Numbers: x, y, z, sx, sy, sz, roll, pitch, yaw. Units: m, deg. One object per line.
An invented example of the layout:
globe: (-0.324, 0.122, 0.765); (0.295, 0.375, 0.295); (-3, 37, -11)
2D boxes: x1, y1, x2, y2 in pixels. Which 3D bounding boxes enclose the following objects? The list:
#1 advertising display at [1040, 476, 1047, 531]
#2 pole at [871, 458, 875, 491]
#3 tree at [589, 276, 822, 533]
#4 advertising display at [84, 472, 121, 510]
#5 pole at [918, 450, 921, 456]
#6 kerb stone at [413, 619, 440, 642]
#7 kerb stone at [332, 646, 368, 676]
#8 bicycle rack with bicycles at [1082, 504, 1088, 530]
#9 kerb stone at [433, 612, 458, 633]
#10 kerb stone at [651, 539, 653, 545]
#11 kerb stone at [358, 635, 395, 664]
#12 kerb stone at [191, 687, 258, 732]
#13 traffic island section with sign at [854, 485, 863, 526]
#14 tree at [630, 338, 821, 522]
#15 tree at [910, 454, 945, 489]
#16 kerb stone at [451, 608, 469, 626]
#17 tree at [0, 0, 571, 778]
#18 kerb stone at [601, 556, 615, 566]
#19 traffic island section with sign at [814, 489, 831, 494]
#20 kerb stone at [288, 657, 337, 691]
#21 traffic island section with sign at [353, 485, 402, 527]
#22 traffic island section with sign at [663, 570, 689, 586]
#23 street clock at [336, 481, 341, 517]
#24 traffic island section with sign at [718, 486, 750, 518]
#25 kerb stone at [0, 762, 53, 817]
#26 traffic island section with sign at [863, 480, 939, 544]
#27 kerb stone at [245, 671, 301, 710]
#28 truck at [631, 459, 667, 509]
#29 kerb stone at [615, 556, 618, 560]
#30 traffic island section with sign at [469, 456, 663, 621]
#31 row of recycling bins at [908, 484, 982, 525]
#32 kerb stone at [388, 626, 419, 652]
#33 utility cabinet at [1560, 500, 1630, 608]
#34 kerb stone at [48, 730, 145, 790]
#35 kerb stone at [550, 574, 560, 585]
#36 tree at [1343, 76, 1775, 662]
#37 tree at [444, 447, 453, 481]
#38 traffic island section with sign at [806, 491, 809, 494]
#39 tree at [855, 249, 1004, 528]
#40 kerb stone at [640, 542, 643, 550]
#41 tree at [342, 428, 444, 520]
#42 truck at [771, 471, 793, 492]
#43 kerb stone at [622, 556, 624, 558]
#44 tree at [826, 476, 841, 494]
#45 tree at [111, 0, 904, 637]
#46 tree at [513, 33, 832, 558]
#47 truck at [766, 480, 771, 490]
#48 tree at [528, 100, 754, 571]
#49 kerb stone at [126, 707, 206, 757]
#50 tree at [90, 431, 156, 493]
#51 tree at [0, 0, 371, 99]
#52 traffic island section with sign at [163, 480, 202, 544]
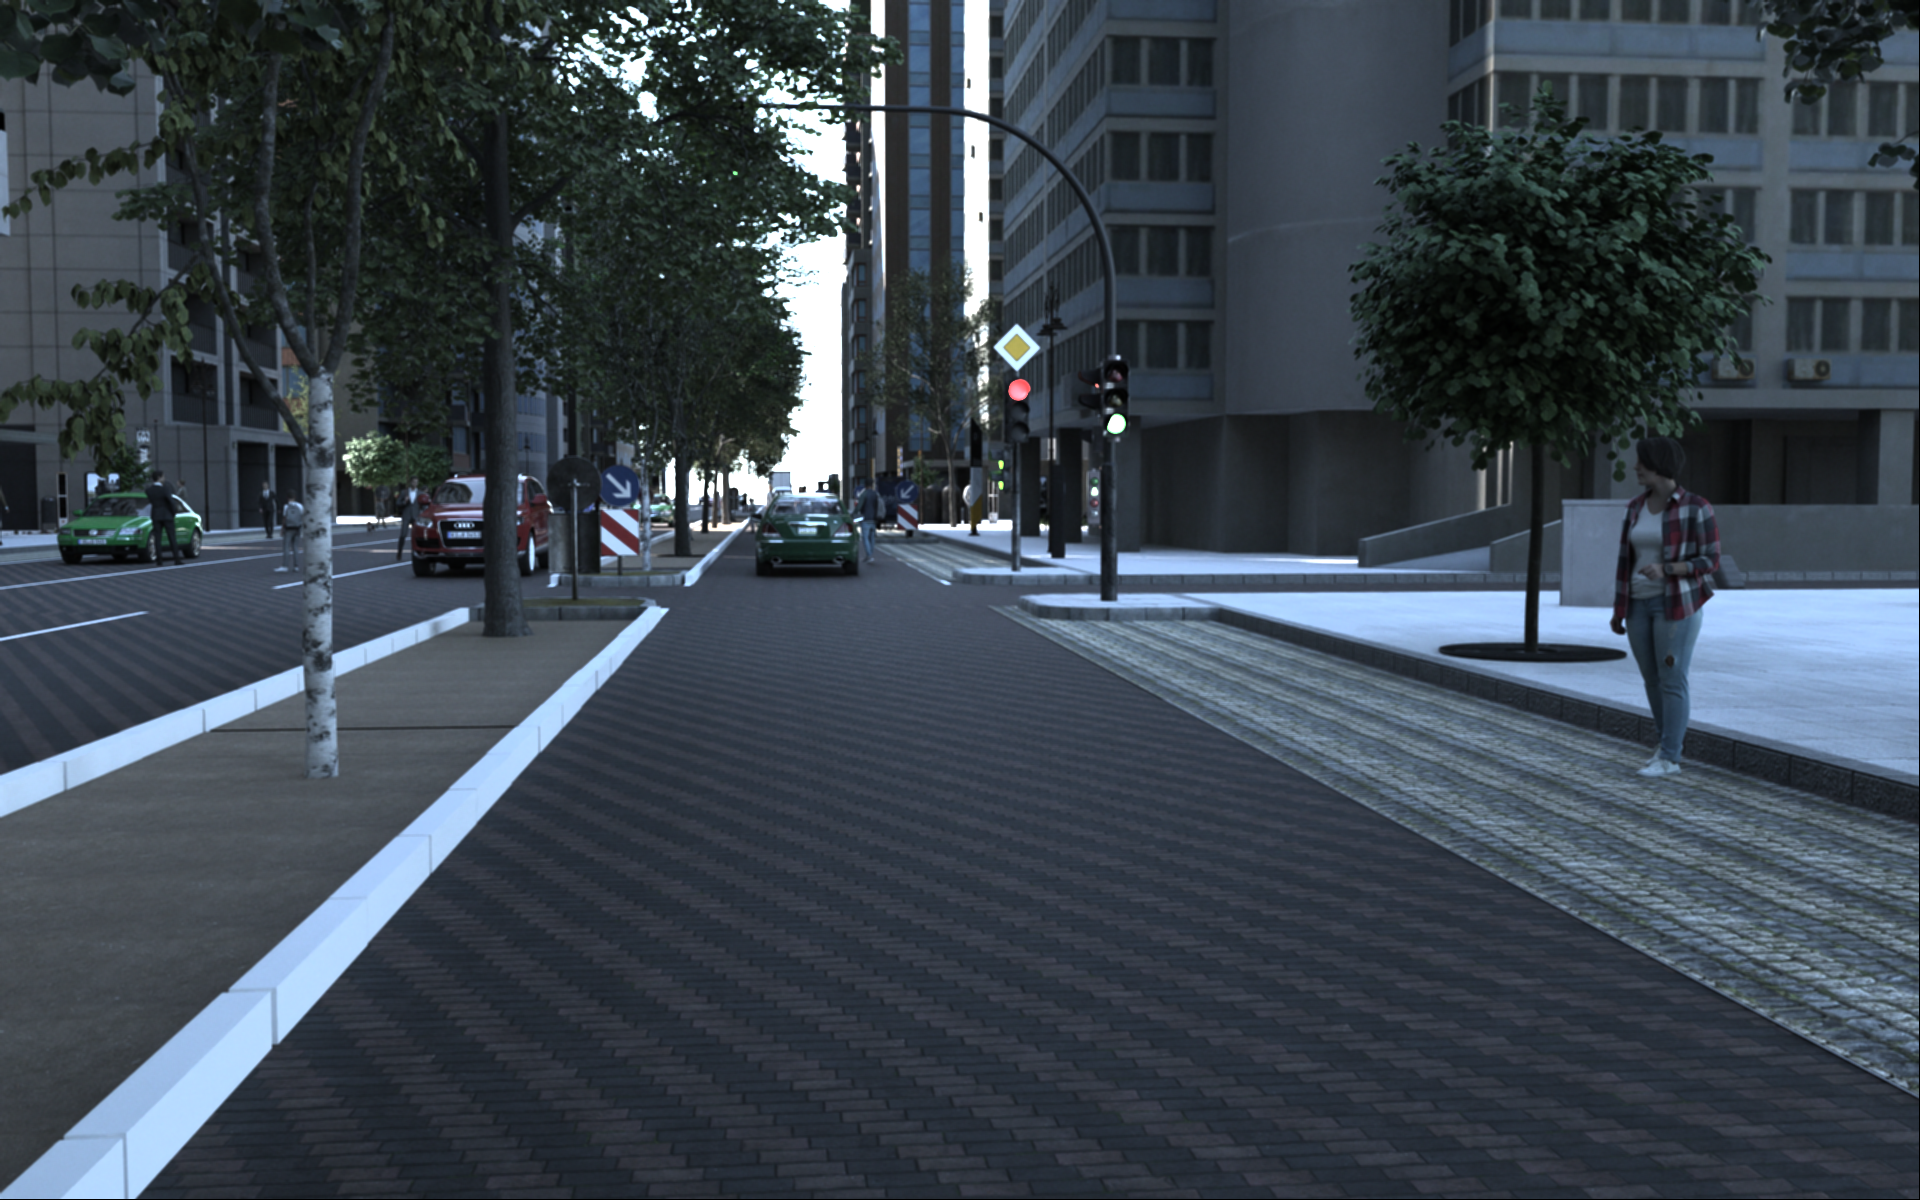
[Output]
advertising display: (2.572, -3.391, 60.664); (0.974, 1.923, 0.123); (0, 4, 2)
pole: (-4.988, -6.433, 99.026); (0.158, 3.312, 0.155); (0, 3, 0)
tree: (-9.238, -7.660, 62.113); (8.767, 10.594, 7.601); (0, 4, -6)
advertising display: (-24.954, -2.767, 50.451); (0.123, 1.923, 0.974); (3, 5, 43)
pole: (-1.840, -5.320, 80.824); (0.158, 3.312, 0.155); (0, 3, 0)
kerb stone: (-5.284, 0.319, 16.987); (0.120, 0.150, 1.000); (0, 4, -6)
kerb stone: (-4.964, 0.506, 13.931); (0.120, 0.150, 1.000); (0, 4, -6)
bicycle rack with bicycles: (5.525, -2.985, 62.193); (2.925, 0.926, 2.852); (-3, 5, -41)
kerb stone: (-5.397, 0.261, 18.003); (0.120, 0.150, 1.000); (0, 4, -6)
kerb stone: (-8.508, -1.519, 47.065); (0.120, 0.150, 1.000); (0, 4, -6)
kerb stone: (-5.070, 0.443, 14.949); (0.120, 0.150, 1.000); (0, 4, -6)
kerb stone: (-4.628, 0.695, 10.847); (0.120, 0.150, 1.000); (0, 4, -6)
traffic island section with sign: (-4.549, -4.197, 77.248); (1.989, 1.847, 2.006); (0, 4, -6)
tree: (-11.987, -10.350, 88.694); (9.611, 12.733, 9.660); (0, 3, 0)
tree: (-1.742, -5.004, 76.410); (1.663, 3.219, 1.824); (0, 3, 0)
kerb stone: (-5.514, 0.194, 19.020); (0.120, 0.150, 1.000); (0, 4, -6)
tree: (-3.288, -3.418, 8.712); (4.737, 8.622, 4.395); (0, 3, 0)
kerb stone: (-7.303, -0.825, 35.844); (0.120, 0.150, 1.000); (0, 4, -6)
traffic island section with sign: (-9.967, -7.292, 127.856); (1.989, 1.847, 2.006); (0, 4, -6)
kerb stone: (-4.855, 0.568, 12.914); (0.120, 0.150, 1.000); (0, 4, -6)
traffic island section with sign: (-25.348, -4.112, 75.854); (1.989, 1.847, 2.006); (0, 4, -6)
traffic island section with sign: (-5.396, -1.201, 27.768); (2.006, 1.907, 1.989); (0, 4, -6)
street clock: (-35.589, -5.775, 98.989); (0.358, 2.002, 0.471); (0, 4, 6)
traffic island section with sign: (-13.394, -5.770, 102.481); (2.006, 1.907, 1.989); (0, 4, -6)
kerb stone: (-4.302, 0.881, 7.798); (0.120, 0.150, 1.000); (0, 4, -6)
traffic island section with sign: (-1.697, -2.558, 50.444); (1.989, 1.847, 2.006); (0, 4, -6)
kerb stone: (-4.741, 0.631, 11.884); (0.120, 0.150, 1.000); (0, 4, -6)
truck: (-25.095, -9.210, 139.501); (2.839, 4.237, 11.283); (0, 4, -7)
kerb stone: (-7.420, -0.894, 36.859); (0.120, 0.150, 1.000); (0, 4, -6)
traffic island section with sign: (-4.618, -0.750, 20.402); (2.006, 1.907, 1.989); (0, 4, -6)
row of recycling bins: (-0.668, -4.080, 73.819); (3.534, 1.692, 1.069); (2, 4, 28)
kerb stone: (-5.179, 0.381, 15.970); (0.120, 0.150, 1.000); (0, 4, -6)
utility cabinet: (7.386, -0.522, 19.701); (1.020, 1.237, 0.306); (2, 4, 26)
kerb stone: (-4.406, 0.818, 8.815); (0.120, 0.150, 1.000); (0, 4, -6)
kerb stone: (-6.429, -0.337, 27.705); (0.120, 0.150, 1.000); (0, 4, -6)
tree: (4.560, -1.833, 13.676); (4.285, 4.588, 4.351); (0, 3, 0)
tree: (-30.261, -6.981, 97.853); (4.285, 4.588, 4.351); (0, 3, 0)
traffic island section with sign: (-12.865, -8.950, 154.956); (1.989, 1.847, 2.006); (0, 4, -6)
tree: (-0.165, -8.012, 65.405); (8.767, 10.594, 7.601); (1, 4, 10)
kerb stone: (-8.401, -1.459, 46.044); (0.120, 0.150, 1.000); (0, 4, -6)
tree: (-29.060, -6.275, 86.317); (4.285, 4.588, 4.351); (0, 3, 0)
truck: (-21.854, -13.635, 211.847); (2.839, 4.237, 11.283); (0, 4, -6)
kerb stone: (-7.520, -0.959, 37.880); (0.120, 0.150, 1.000); (0, 4, -6)
tree: (-13.407, -11.752, 186.742); (1.663, 3.219, 1.824); (0, 3, 0)
tree: (-4.429, -5.874, 16.631); (7.486, 12.596, 7.792); (0, 3, 0)
tree: (-6.423, -6.782, 39.103); (9.928, 11.665, 9.643); (0, 3, 0)
truck: (-24.199, -14.738, 229.886); (2.839, 4.237, 11.283); (0, 4, -7)
tree: (-5.701, -4.798, 31.270); (4.360, 8.622, 3.978); (0, 3, 0)
kerb stone: (-4.523, 0.756, 9.830); (0.120, 0.150, 1.000); (0, 4, -6)
tree: (-25.470, -3.575, 53.045); (1.663, 3.219, 1.824); (0, 3, 0)
tree: (-2.431, -5.633, 1.216); (9.857, 13.997, 8.962); (0, 3, 0)
traffic island section with sign: (-22.441, -2.438, 48.488); (1.989, 1.847, 2.006); (0, 4, -6)
